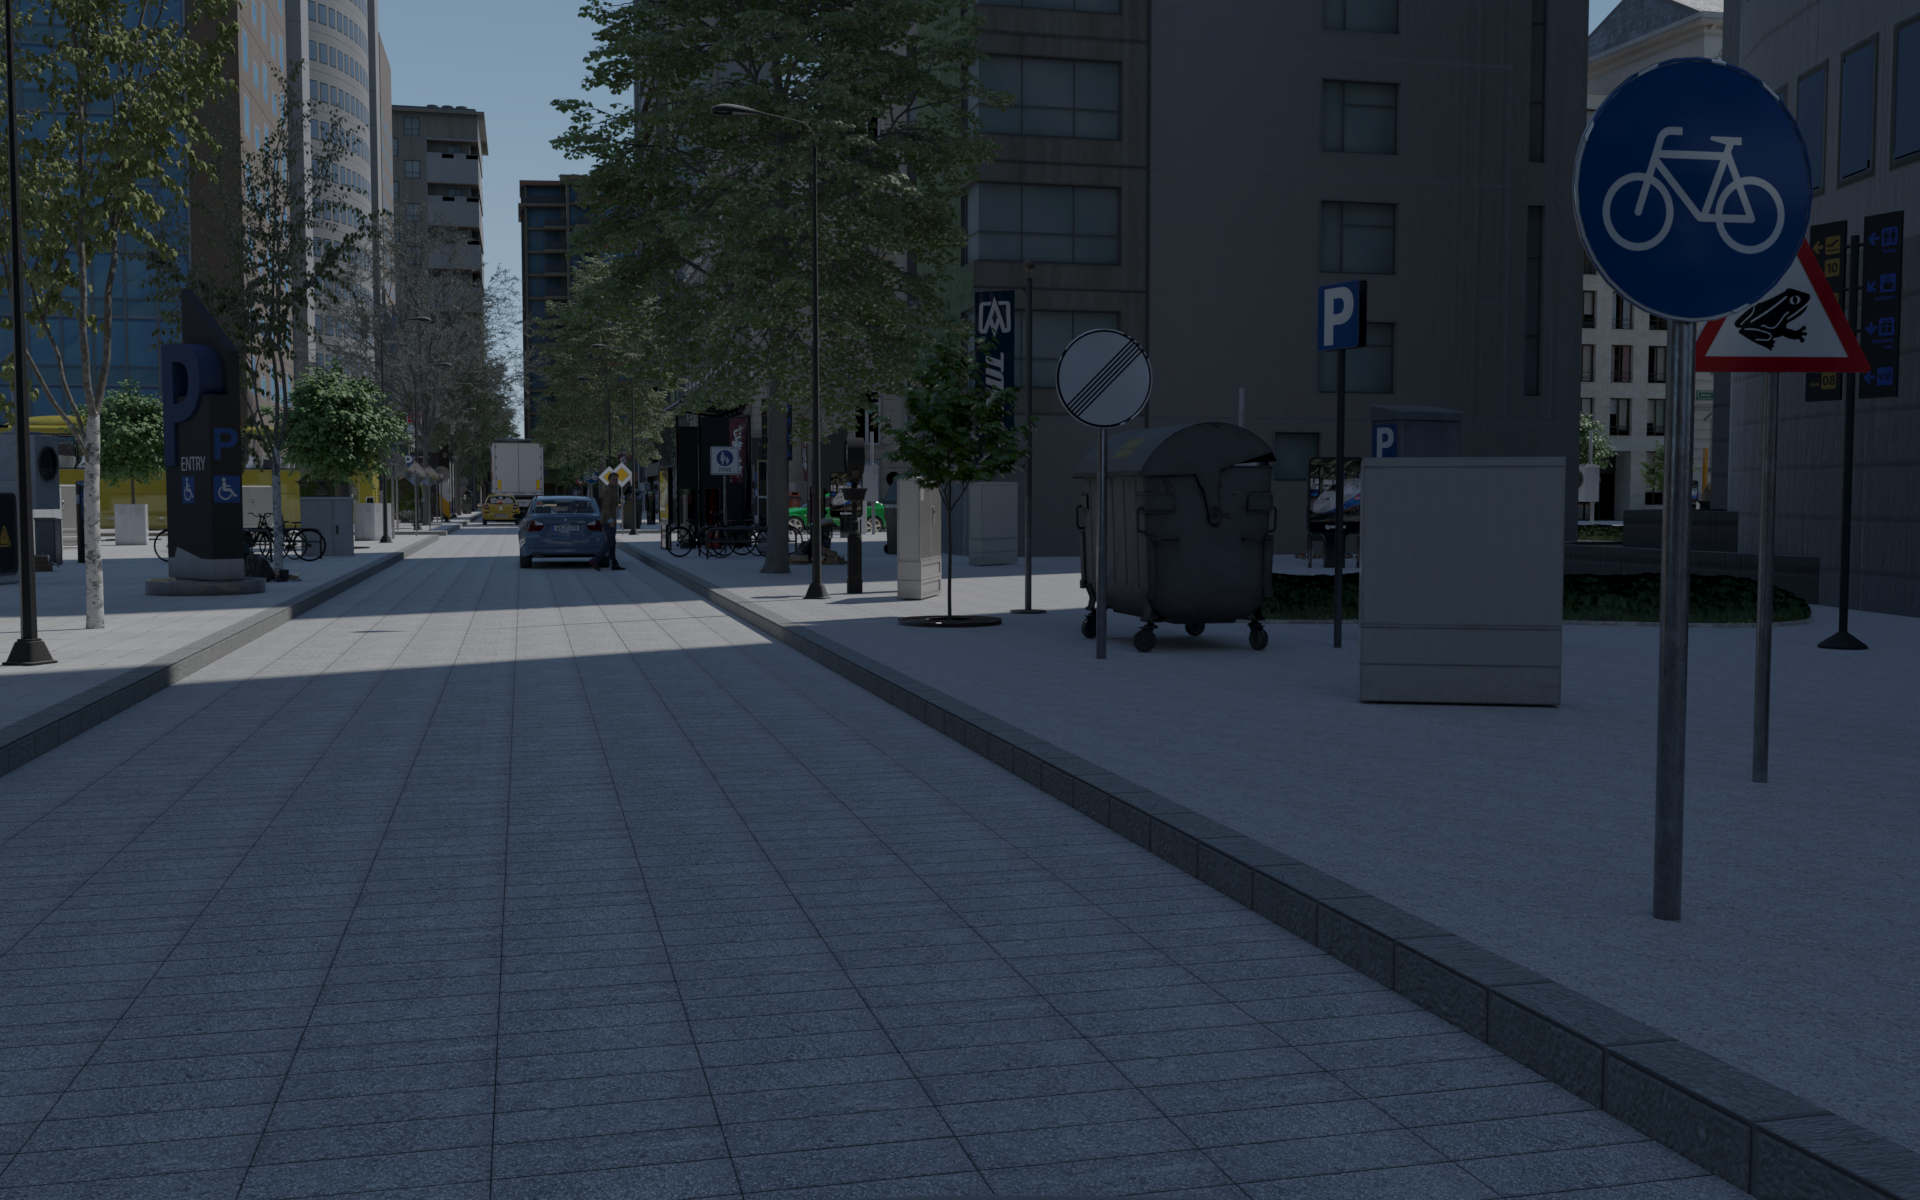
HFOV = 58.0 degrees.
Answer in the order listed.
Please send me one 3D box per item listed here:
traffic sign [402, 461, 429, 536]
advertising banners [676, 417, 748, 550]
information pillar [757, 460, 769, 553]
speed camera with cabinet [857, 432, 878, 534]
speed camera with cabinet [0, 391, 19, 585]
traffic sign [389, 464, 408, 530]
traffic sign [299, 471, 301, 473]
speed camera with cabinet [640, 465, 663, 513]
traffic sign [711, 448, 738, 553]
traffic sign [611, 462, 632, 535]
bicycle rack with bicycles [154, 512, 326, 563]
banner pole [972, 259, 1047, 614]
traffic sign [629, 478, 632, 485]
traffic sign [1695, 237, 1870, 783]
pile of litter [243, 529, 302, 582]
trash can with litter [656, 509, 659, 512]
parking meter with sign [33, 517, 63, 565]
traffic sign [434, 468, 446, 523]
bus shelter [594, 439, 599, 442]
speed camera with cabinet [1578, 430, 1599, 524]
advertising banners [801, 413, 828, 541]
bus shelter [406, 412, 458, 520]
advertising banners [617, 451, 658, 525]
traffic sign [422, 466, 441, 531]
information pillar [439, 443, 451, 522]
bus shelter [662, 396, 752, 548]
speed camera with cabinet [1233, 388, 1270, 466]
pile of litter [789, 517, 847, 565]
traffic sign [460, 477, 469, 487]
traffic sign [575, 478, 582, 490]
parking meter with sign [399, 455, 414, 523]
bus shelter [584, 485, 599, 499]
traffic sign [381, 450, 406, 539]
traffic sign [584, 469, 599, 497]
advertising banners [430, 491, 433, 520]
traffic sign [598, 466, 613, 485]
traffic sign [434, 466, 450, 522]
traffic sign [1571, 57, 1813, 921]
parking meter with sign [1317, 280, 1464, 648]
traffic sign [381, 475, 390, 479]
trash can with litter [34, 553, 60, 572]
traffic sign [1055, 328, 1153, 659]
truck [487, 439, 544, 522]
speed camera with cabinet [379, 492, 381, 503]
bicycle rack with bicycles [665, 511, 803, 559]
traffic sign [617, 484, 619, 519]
[{"bbox_3d":[-16.631,-3.015,52.939,0.795,2.450,0.064,-1,4,-14],"label":"traffic sign"},{"bbox_3d":[-5.747,-2.688,40.131,2.074,3.025,0.090,2,4,30],"label":"advertising banners"},{"bbox_3d":[-4.190,-2.026,37.625,0.304,2.012,0.304,2,4,34],"label":"information pillar"},{"bbox_3d":[-3.244,-3.748,55.620,0.660,3.252,2.038,-2,4,-23],"label":"speed camera with cabinet"},{"bbox_3d":[-13.781,-1.875,24.987,0.660,3.252,2.038,0,3,0],"label":"speed camera with cabinet"},{"bbox_3d":[-20.105,-3.776,61.844,0.768,2.556,0.104,0,4,-7],"label":"traffic sign"},{"bbox_3d":[-18.940,-3.082,50.503,0.768,2.556,0.104,-1,4,-13],"label":"traffic sign"},{"bbox_3d":[-20.815,-7.568,118.079,0.660,3.252,2.038,-3,5,-39],"label":"speed camera with cabinet"},{"bbox_3d":[-5.085,-2.163,37.495,0.606,2.300,0.079,-1,4,-9],"label":"traffic sign"},{"bbox_3d":[-10.619,-3.106,54.428,0.795,2.450,0.064,-1,4,-14],"label":"traffic sign"},{"bbox_3d":[-13.483,-1.216,33.262,2.925,0.926,2.852,1,4,11],"label":"bicycle rack with bicycles"},{"bbox_3d":[0.523,-1.752,18.670,0.863,3.779,0.401,1,4,23],"label":"banner pole"},{"bbox_3d":[-16.726,-5.195,87.065,0.606,2.300,0.079,-1,4,-10],"label":"traffic sign"},{"bbox_3d":[3.565,-0.467,7.644,0.884,2.594,0.081,0,4,-7],"label":"traffic sign"},{"bbox_3d":[-10.542,-0.712,25.605,1.719,0.858,1.176,2,4,31],"label":"pile of litter"},{"bbox_3d":[-20.217,-6.437,116.640,1.055,1.170,0.624,0,4,-2],"label":"trash can with litter"},{"bbox_3d":[-17.124,-2.131,31.103,1.738,3.016,0.543,0,4,-8],"label":"parking meter with sign"},{"bbox_3d":[-23.317,-4.650,77.208,0.795,2.450,0.064,-1,4,-12],"label":"traffic sign"},{"bbox_3d":[-26.310,-8.960,124.122,2.179,5.291,8.768,-1,4,-14],"label":"bus shelter"},{"bbox_3d":[19.165,-3.672,54.367,0.660,3.252,2.038,-1,4,-18],"label":"speed camera with cabinet"},{"bbox_3d":[-3.084,-2.462,36.440,0.090,3.025,2.074,-1,4,-19],"label":"advertising banners"},{"bbox_3d":[-26.748,-6.744,87.889,2.179,5.291,8.768,-1,4,-14],"label":"bus shelter"},{"bbox_3d":[-13.351,-4.614,71.635,0.090,3.025,2.074,3,5,40],"label":"advertising banners"},{"bbox_3d":[-18.584,-3.489,60.682,0.795,2.450,0.064,-1,4,-14],"label":"traffic sign"},{"bbox_3d":[-23.692,-5.397,79.595,0.504,3.616,0.183,1,4,14],"label":"information pillar"},{"bbox_3d":[-6.536,-3.262,44.618,1.731,3.624,6.357,-1,4,-14],"label":"bus shelter"},{"bbox_3d":[5.036,-2.281,31.634,0.660,3.252,2.038,2,4,32],"label":"speed camera with cabinet"},{"bbox_3d":[-2.648,-1.088,31.758,1.719,0.858,1.176,3,5,43],"label":"pile of litter"},{"bbox_3d":[-36.562,-7.795,127.556,0.768,2.556,0.104,-1,4,-13],"label":"traffic sign"},{"bbox_3d":[-22.394,-6.273,102.672,0.768,2.556,0.104,-1,4,-12],"label":"traffic sign"},{"bbox_3d":[-24.989,-4.987,77.800,0.543,3.016,1.738,-2,4,-31],"label":"parking meter with sign"},{"bbox_3d":[-22.496,-7.030,106.227,1.731,3.624,6.357,-1,4,-14],"label":"bus shelter"},{"bbox_3d":[-16.229,-3.023,49.529,0.768,2.556,0.104,-1,4,-9],"label":"traffic sign"},{"bbox_3d":[-18.477,-5.307,86.872,0.768,2.556,0.104,-1,4,-10],"label":"traffic sign"},{"bbox_3d":[-26.148,-5.302,82.881,0.090,3.025,2.074,3,4,38],"label":"advertising banners"},{"bbox_3d":[-12.572,-3.580,62.172,0.795,2.450,0.064,-1,4,-14],"label":"traffic sign"},{"bbox_3d":[-23.673,-4.828,79.051,0.768,2.556,0.104,0,4,-5],"label":"traffic sign"},{"bbox_3d":[2.141,-0.310,5.167,0.768,2.556,0.104,-1,4,-10],"label":"traffic sign"},{"bbox_3d":[3.902,-1.130,14.729,1.738,3.016,0.543,-2,4,-25],"label":"parking meter with sign"},{"bbox_3d":[-26.628,-4.942,80.911,0.768,2.556,0.104,0,4,-7],"label":"traffic sign"},{"bbox_3d":[-15.501,-1.052,28.585,1.055,1.170,0.624,-3,4,-38],"label":"trash can with litter"},{"bbox_3d":[1.103,-0.815,13.427,0.768,2.556,0.104,-1,4,-9],"label":"traffic sign"},{"bbox_3d":[-23.943,-6.384,93.289,2.839,4.237,11.283,-1,4,-16],"label":"truck"},{"bbox_3d":[-41.943,-8.042,125.830,2.038,3.252,0.660,-2,4,-30],"label":"speed camera with cabinet"},{"bbox_3d":[-4.510,-1.335,35.216,2.925,0.926,2.852,-1,4,-12],"label":"bicycle rack with bicycles"},{"bbox_3d":[-17.929,-5.545,90.774,0.768,2.556,0.104,-1,4,-11],"label":"traffic sign"}]
